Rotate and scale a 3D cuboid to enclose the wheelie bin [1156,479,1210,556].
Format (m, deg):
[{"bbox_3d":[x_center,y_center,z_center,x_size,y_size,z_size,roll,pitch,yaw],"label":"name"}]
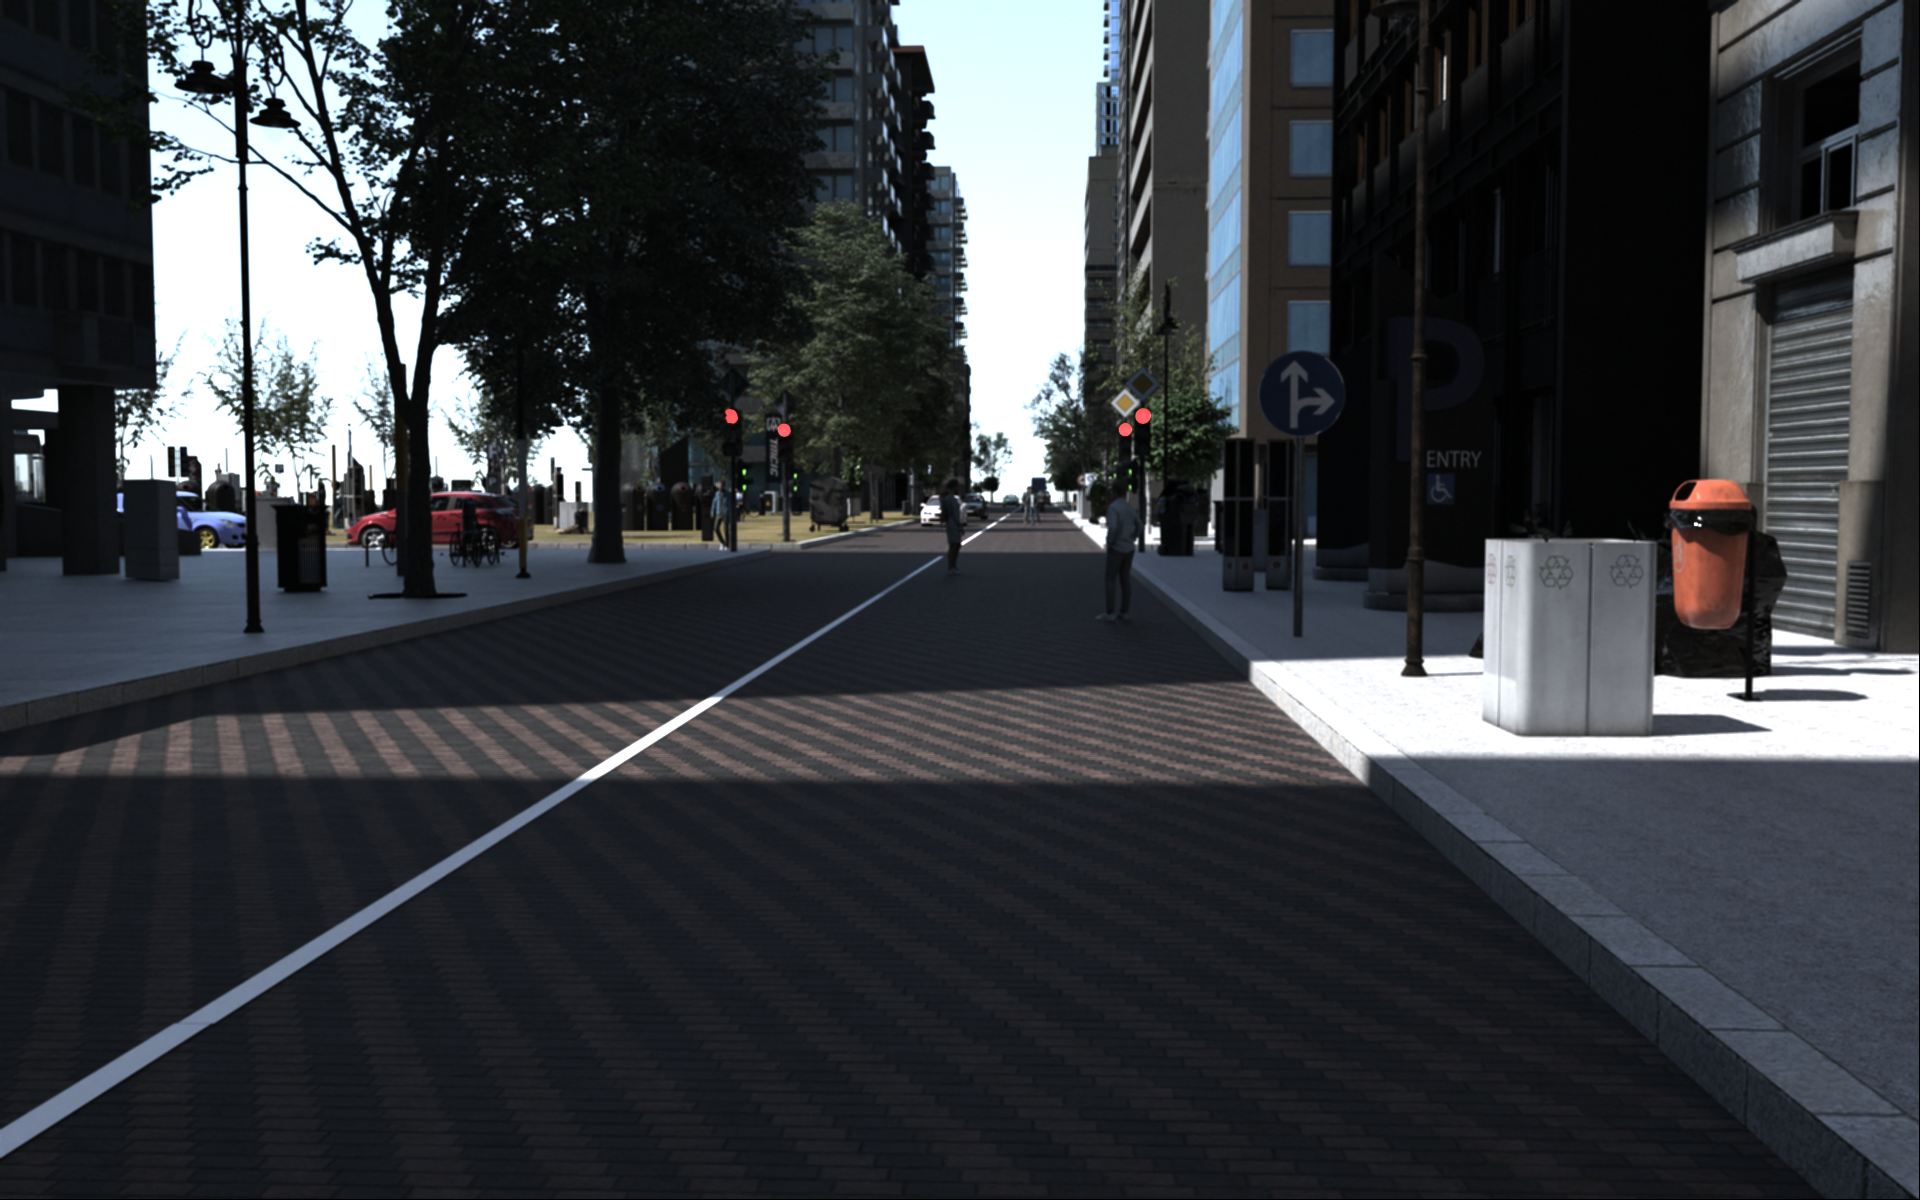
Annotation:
[{"bbox_3d":[4.552,-1.718,35.995,0.980,1.594,0.693,-3,5,-43],"label":"wheelie bin"}]

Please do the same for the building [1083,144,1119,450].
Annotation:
[{"bbox_3d":[27.777,-37.426,235.611,21.300,48.544,21.600,0,4,3],"label":"building"}]

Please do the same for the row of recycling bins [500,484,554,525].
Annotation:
[{"bbox_3d":[-18.217,-4.037,73.112,3.534,1.692,1.069,2,4,26],"label":"row of recycling bins"}]

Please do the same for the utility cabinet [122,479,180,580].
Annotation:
[{"bbox_3d":[-12.044,-1.047,25.800,1.173,1.500,0.318,3,5,42],"label":"utility cabinet"}]

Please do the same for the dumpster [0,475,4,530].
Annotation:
[{"bbox_3d":[-6.847,-0.463,10.066,1.502,2.255,1.985,0,4,3],"label":"dumpster"}]

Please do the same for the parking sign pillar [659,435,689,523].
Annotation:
[{"bbox_3d":[-12.891,-5.480,78.075,1.447,3.967,1.447,-1,4,-13],"label":"parking sign pillar"}]

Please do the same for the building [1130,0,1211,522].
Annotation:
[{"bbox_3d":[19.751,-28.335,86.986,21.300,48.544,21.600,0,4,3],"label":"building"}]

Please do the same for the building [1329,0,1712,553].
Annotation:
[{"bbox_3d":[13.226,-12.028,26.330,12.332,23.373,15.834,0,4,3],"label":"building"}]

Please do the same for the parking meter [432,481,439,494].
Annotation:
[{"bbox_3d":[-23.633,-4.423,78.034,0.255,1.863,0.399,-2,4,-27],"label":"parking meter"}]

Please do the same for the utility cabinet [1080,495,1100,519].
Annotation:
[{"bbox_3d":[6.614,-4.696,87.937,1.020,1.237,0.306,-1,4,-19],"label":"utility cabinet"}]

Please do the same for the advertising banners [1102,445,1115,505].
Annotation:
[{"bbox_3d":[5.510,-4.052,62.430,0.090,3.025,2.074,2,4,28],"label":"advertising banners"}]

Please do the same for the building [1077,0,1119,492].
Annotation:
[{"bbox_3d":[29.271,-58.027,261.406,22.319,86.520,31.000,0,4,3],"label":"building"}]

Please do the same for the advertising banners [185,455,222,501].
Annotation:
[{"bbox_3d":[-33.985,-5.040,78.588,2.074,3.025,0.090,-1,4,-19],"label":"advertising banners"}]

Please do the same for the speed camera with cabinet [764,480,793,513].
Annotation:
[{"bbox_3d":[-12.093,-7.355,114.585,2.038,3.252,0.660,1,4,10],"label":"speed camera with cabinet"}]

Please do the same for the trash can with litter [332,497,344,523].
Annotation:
[{"bbox_3d":[-26.299,-3.807,73.632,0.624,1.170,1.055,0,4,-4],"label":"trash can with litter"}]

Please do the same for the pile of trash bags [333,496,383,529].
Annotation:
[{"bbox_3d":[-21.681,-3.389,65.155,1.912,1.369,3.447,3,5,41],"label":"pile of trash bags"}]

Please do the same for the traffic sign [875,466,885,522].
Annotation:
[{"bbox_3d":[-3.750,-4.778,78.220,0.768,2.556,0.104,1,4,10],"label":"traffic sign"}]

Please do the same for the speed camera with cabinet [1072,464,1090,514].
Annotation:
[{"bbox_3d":[8.056,-7.323,114.075,0.660,3.252,2.038,-1,4,-20],"label":"speed camera with cabinet"}]

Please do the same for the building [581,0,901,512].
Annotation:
[{"bbox_3d":[-16.415,-31.676,137.506,23.786,49.044,30.456,0,4,3],"label":"building"}]

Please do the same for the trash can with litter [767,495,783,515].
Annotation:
[{"bbox_3d":[-11.292,-5.859,106.852,1.678,1.210,2.233,2,4,27],"label":"trash can with litter"}]

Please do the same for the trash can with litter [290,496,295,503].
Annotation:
[{"bbox_3d":[-47.159,-6.731,121.440,1.055,1.170,0.624,1,4,12],"label":"trash can with litter"}]

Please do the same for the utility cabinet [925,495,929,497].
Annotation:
[{"bbox_3d":[-2.553,-6.574,118.643,0.306,1.237,1.020,3,4,36],"label":"utility cabinet"}]

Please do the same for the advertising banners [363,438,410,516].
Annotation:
[{"bbox_3d":[-17.704,-3.515,53.665,0.090,3.025,2.074,3,4,38],"label":"advertising banners"}]

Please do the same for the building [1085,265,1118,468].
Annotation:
[{"bbox_3d":[22.793,-27.331,218.557,14.160,30.474,14.107,0,4,3],"label":"building"}]

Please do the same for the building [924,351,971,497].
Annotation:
[{"bbox_3d":[-12.920,-23.197,224.310,27.650,21.520,28.899,0,4,3],"label":"building"}]

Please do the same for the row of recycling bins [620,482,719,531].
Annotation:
[{"bbox_3d":[-10.242,-3.295,60.990,3.534,1.692,1.069,-2,4,-24],"label":"row of recycling bins"}]

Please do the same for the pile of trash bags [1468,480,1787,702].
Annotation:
[{"bbox_3d":[4.822,-0.149,12.182,1.912,1.369,3.447,0,4,6],"label":"pile of trash bags"}]

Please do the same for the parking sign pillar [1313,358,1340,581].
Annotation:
[{"bbox_3d":[6.038,-2.290,25.919,1.447,3.967,1.447,2,4,27],"label":"parking sign pillar"}]

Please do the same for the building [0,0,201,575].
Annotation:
[{"bbox_3d":[-25.057,-20.166,21.600,23.993,40.220,32.217,0,4,3],"label":"building"}]

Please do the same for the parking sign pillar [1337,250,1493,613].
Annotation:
[{"bbox_3d":[5.263,-1.887,19.329,1.447,3.967,1.447,-1,4,-16],"label":"parking sign pillar"}]

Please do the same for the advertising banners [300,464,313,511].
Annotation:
[{"bbox_3d":[-37.680,-6.344,99.910,0.090,3.025,2.074,0,4,0],"label":"advertising banners"}]

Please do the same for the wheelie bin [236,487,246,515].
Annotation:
[{"bbox_3d":[-32.075,-4.275,77.805,0.980,1.594,0.693,2,4,27],"label":"wheelie bin"}]

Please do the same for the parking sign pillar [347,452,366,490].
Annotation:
[{"bbox_3d":[-38.464,-7.458,110.410,1.447,3.967,1.447,1,4,15],"label":"parking sign pillar"}]

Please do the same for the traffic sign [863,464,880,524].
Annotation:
[{"bbox_3d":[-3.810,-4.540,74.328,0.768,2.556,0.104,1,4,10],"label":"traffic sign"}]

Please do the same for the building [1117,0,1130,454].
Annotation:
[{"bbox_3d":[25.109,-45.481,181.872,20.563,71.187,20.611,0,4,3],"label":"building"}]

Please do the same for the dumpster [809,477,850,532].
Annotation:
[{"bbox_3d":[-4.467,-3.262,59.089,1.264,1.857,1.865,0,4,3],"label":"dumpster"}]

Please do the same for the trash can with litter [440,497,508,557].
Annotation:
[{"bbox_3d":[-10.043,-1.543,36.280,1.678,1.210,2.233,0,4,3],"label":"trash can with litter"}]

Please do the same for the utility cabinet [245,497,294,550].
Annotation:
[{"bbox_3d":[-15.799,-1.744,39.675,1.020,1.237,0.306,0,4,0],"label":"utility cabinet"}]

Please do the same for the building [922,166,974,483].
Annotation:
[{"bbox_3d":[-10.137,-38.739,252.994,23.786,49.044,30.456,0,4,3],"label":"building"}]

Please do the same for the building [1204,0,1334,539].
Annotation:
[{"bbox_3d":[15.550,-24.735,54.526,14.200,45.320,14.600,0,4,3],"label":"building"}]

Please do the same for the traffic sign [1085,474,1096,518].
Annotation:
[{"bbox_3d":[6.537,-5.157,86.447,0.606,2.300,0.079,1,4,12],"label":"traffic sign"}]

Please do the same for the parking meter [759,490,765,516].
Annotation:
[{"bbox_3d":[-11.746,-5.769,102.731,0.372,1.533,0.369,0,3,0],"label":"parking meter"}]

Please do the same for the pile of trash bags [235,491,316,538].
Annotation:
[{"bbox_3d":[-19.919,-2.449,49.799,1.912,1.369,3.447,-1,4,-11],"label":"pile of trash bags"}]

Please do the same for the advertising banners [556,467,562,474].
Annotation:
[{"bbox_3d":[-25.953,-6.935,109.579,0.090,3.025,2.074,3,4,37],"label":"advertising banners"}]

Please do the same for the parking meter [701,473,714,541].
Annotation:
[{"bbox_3d":[-6.879,-2.536,47.169,0.255,1.863,0.399,0,4,5],"label":"parking meter"}]

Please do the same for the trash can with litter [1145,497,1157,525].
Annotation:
[{"bbox_3d":[7.856,-3.671,71.405,0.624,1.170,1.055,-1,4,-18],"label":"trash can with litter"}]

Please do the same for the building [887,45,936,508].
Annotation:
[{"bbox_3d":[-13.808,-31.383,167.731,22.147,44.769,28.867,0,4,3],"label":"building"}]

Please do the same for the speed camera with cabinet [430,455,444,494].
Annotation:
[{"bbox_3d":[-27.214,-5.713,87.748,2.038,3.252,0.660,-1,4,-20],"label":"speed camera with cabinet"}]

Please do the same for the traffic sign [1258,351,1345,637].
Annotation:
[{"bbox_3d":[3.042,-0.942,15.512,0.768,2.556,0.104,0,4,5],"label":"traffic sign"}]

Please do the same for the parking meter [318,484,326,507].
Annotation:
[{"bbox_3d":[-32.320,-5.018,87.761,0.399,1.863,0.255,-1,4,-21],"label":"parking meter"}]

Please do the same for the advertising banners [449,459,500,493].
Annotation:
[{"bbox_3d":[-18.659,-4.306,66.597,2.074,3.025,0.090,-1,4,-15],"label":"advertising banners"}]

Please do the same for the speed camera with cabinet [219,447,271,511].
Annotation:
[{"bbox_3d":[-30.225,-4.823,73.196,2.038,3.252,0.660,1,4,9],"label":"speed camera with cabinet"}]

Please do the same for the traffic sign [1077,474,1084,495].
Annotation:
[{"bbox_3d":[7.801,-6.707,109.759,0.768,2.556,0.104,1,4,12],"label":"traffic sign"}]

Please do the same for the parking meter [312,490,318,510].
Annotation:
[{"bbox_3d":[-44.857,-6.851,120.430,0.372,1.533,0.369,0,3,0],"label":"parking meter"}]

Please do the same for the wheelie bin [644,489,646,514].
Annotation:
[{"bbox_3d":[-20.487,-6.436,113.138,0.980,1.594,0.693,2,4,31],"label":"wheelie bin"}]

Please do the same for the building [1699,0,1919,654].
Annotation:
[{"bbox_3d":[14.201,-10.368,2.798,16.112,22.955,30.059,0,4,3],"label":"building"}]
